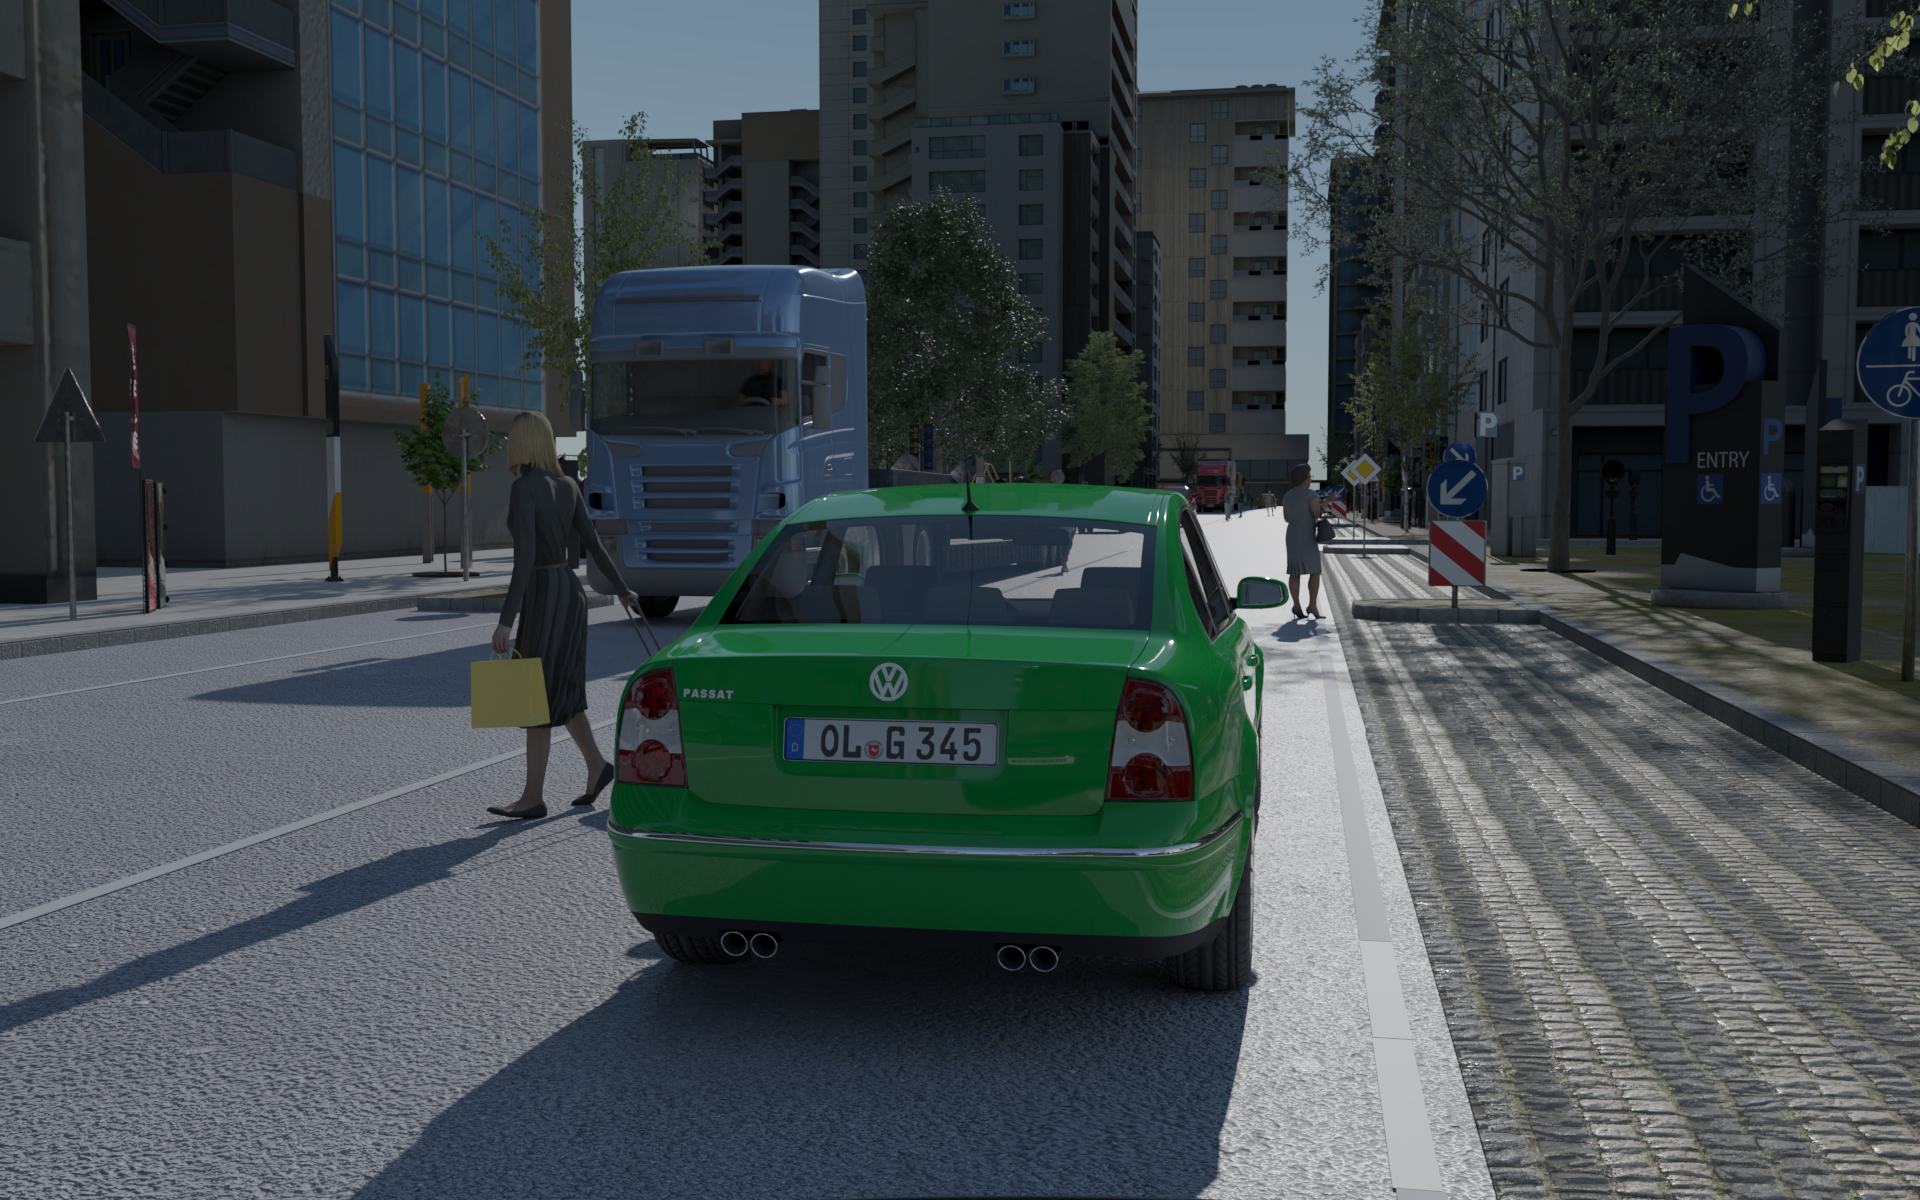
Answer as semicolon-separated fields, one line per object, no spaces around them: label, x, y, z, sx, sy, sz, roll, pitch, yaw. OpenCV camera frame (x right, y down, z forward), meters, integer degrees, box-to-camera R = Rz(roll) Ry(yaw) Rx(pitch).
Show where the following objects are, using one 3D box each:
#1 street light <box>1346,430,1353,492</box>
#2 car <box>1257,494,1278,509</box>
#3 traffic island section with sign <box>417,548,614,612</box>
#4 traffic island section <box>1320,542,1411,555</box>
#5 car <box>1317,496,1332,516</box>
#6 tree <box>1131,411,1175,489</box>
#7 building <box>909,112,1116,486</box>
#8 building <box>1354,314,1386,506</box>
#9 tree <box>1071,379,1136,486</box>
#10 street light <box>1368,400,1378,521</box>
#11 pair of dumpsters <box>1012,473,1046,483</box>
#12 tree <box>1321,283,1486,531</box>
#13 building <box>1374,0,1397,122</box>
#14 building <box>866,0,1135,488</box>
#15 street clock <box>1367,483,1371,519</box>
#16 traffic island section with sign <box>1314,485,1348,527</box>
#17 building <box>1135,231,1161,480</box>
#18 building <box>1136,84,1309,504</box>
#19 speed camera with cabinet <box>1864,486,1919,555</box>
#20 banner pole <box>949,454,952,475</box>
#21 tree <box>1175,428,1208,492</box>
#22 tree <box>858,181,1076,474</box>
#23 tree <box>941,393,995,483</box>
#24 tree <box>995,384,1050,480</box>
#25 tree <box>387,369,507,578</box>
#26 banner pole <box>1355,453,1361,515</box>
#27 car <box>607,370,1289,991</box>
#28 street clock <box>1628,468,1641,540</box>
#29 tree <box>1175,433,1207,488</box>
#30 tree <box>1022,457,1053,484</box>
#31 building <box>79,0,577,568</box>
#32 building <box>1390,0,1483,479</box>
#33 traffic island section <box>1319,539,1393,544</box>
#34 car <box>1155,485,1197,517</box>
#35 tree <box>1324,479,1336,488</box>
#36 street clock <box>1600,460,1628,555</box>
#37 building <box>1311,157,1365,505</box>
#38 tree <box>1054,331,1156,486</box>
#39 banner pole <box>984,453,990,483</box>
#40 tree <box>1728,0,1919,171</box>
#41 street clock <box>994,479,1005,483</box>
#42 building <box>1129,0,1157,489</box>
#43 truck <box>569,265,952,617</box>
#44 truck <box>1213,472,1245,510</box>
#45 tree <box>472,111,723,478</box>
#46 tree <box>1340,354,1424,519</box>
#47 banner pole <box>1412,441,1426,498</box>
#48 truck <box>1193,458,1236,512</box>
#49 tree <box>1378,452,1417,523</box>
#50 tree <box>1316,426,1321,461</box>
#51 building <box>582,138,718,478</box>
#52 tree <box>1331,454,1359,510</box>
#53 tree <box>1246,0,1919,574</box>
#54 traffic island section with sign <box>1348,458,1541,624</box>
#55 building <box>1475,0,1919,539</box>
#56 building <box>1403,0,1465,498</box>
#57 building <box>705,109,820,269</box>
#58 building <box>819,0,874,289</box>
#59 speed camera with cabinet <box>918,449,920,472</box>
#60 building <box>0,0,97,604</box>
street light;27.648;-9.186;122.984;0.468;5.910;1.993;1;4;11
car;29.535;-9.551;166.384;2.015;1.641;3.980;1;4;11
traffic island section with sign;-5.521;-0.820;22.040;1.989;1.847;2.006;1;4;11
traffic island section;9.898;-1.227;42.340;2.009;0.180;2.903;1;4;11
car;23.069;-6.026;111.105;1.945;1.354;3.894;1;4;10
tree;15.614;-12.060;147.537;4.360;8.622;3.978;0;3;0
building;4.398;-22.224;135.062;14.160;30.474;14.107;1;4;11
building;55.184;-20.373;178.132;27.650;21.520;28.899;1;4;11
tree;9.221;-9.852;111.435;4.737;8.622;4.395;0;3;0
street light;19.984;-6.787;83.752;0.468;5.910;1.993;1;4;11
pair of dumpsters;3.157;-4.687;79.134;1.574;2.255;4.437;1;4;11
tree;15.717;-6.717;60.185;4.737;8.622;4.395;0;3;0
building;47.091;-30.275;149.624;22.147;44.769;28.867;1;4;11
building;3.688;-32.361;152.803;21.300;48.544;21.600;1;4;11
street clock;20.773;-5.092;87.829;0.358;2.002;0.471;1;4;11
traffic island section with sign;16.265;-4.055;74.920;1.989;1.847;2.006;1;4;11
building;15.106;-25.751;192.733;14.107;30.474;14.160;1;4;11
building;31.476;-38.872;224.800;27.495;52.752;28.713;1;4;11
speed camera with cabinet;19.427;-2.612;37.038;0.660;3.252;2.038;-3;4;-38
banner pole;-0.517;-6.429;95.123;0.401;3.779;0.863;1;4;11
tree;25.044;-14.797;192.297;4.360;8.622;3.978;0;3;0
tree;-0.816;-8.994;64.053;9.611;12.733;9.660;0;3;0
tree;-0.702;-9.140;99.808;4.737;8.622;4.395;0;3;0
tree;4.047;-10.000;113.864;4.737;8.622;4.395;0;3;0
tree;-8.169;-1.984;27.044;1.663;3.219;1.824;0;3;0
banner pole;24.532;-7.117;106.383;0.401;3.779;0.863;-1;4;-16
car;0.236;0.141;6.489;1.959;1.807;4.718;1;4;11
street clock;18.713;-2.662;48.098;0.358;2.002;0.471;1;4;9
tree;27.004;-15.444;202.870;4.737;8.622;4.395;0;3;0
tree;3.386;-5.410;83.049;1.663;3.219;1.824;0;3;0
building;-17.874;-23.645;36.708;14.200;45.320;14.600;1;4;11
building;39.779;-29.293;129.053;14.600;45.320;14.200;1;4;11
traffic island section;11.425;-1.706;50.178;2.009;0.180;2.903;1;4;11
car;9.415;-4.176;76.948;2.281;1.827;5.304;1;4;11
tree;39.168;-11.402;181.016;1.663;3.219;1.824;0;3;0
street clock;13.721;-1.950;36.451;0.471;2.002;0.358;1;4;16
building;58.799;-34.346;216.179;28.867;44.769;22.147;1;4;11
tree;10.038;-12.425;121.278;7.486;12.596;7.792;0;3;0
banner pole;1.558;-7.092;105.966;0.863;3.779;0.401;-2;4;-30
tree;5.391;-3.499;7.574;4.360;8.622;3.978;0;3;0
street clock;1.864;-4.725;81.824;0.471;2.002;0.358;-2;4;-25
building;9.238;-44.938;172.995;20.563;71.187;20.611;1;4;11
truck;-0.979;-2.254;26.613;2.967;4.110;18.799;1;4;13
truck;23.780;-9.696;154.450;3.469;3.379;9.791;1;4;11
tree;-6.687;-5.038;32.742;4.737;8.622;4.395;0;3;0
tree;22.148;-8.581;90.656;4.360;8.622;3.978;0;3;0
banner pole;21.711;-5.605;81.666;0.863;3.779;0.401;-1;4;-14
truck;20.457;-9.148;138.475;2.839;4.237;11.283;1;4;13
tree;19.155;-5.012;76.543;1.663;3.219;1.824;0;3;0
tree;37.612;-13.613;172.941;4.737;8.622;4.395;0;3;0
building;-34.584;-31.697;201.841;14.086;41.232;14.154;1;4;11
tree;31.743;-9.572;140.218;4.285;4.588;4.351;0;3;0
tree;9.987;-7.198;28.055;12.009;13.543;11.850;0;3;0
traffic island section with sign;5.594;-0.704;20.133;1.989;1.847;2.006;1;4;11
building;28.614;-37.738;55.265;20.611;71.187;20.563;1;4;11
building;39.111;-29.694;105.102;23.786;49.044;30.456;1;4;11
building;-20.086;-33.575;199.063;14.200;45.320;14.600;1;4;11
building;-2.858;-46.057;191.279;20.611;71.187;20.563;1;4;11
speed camera with cabinet;-1.757;-5.065;77.152;0.660;3.252;2.038;1;4;18
building;-22.904;-23.702;11.233;21.300;48.544;21.600;1;4;11
